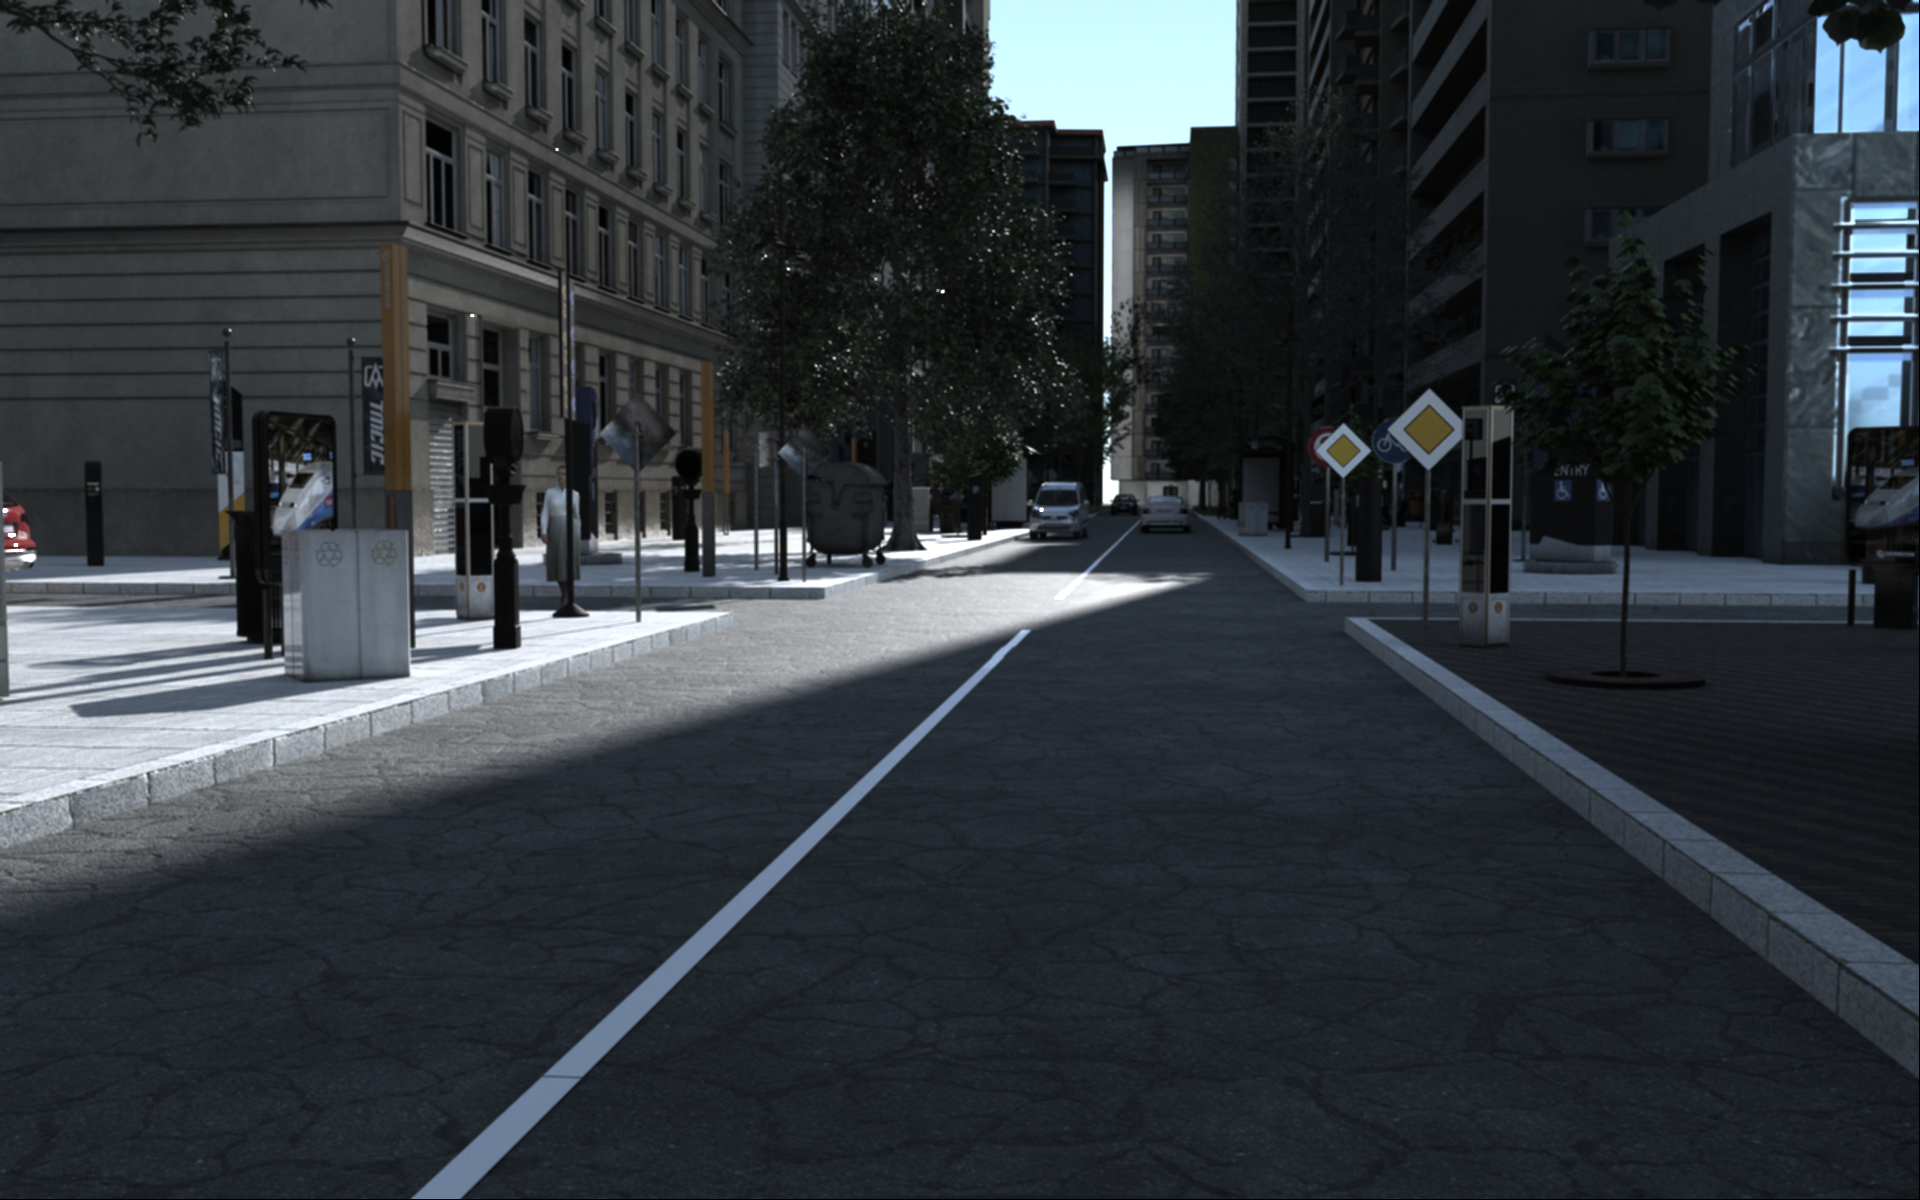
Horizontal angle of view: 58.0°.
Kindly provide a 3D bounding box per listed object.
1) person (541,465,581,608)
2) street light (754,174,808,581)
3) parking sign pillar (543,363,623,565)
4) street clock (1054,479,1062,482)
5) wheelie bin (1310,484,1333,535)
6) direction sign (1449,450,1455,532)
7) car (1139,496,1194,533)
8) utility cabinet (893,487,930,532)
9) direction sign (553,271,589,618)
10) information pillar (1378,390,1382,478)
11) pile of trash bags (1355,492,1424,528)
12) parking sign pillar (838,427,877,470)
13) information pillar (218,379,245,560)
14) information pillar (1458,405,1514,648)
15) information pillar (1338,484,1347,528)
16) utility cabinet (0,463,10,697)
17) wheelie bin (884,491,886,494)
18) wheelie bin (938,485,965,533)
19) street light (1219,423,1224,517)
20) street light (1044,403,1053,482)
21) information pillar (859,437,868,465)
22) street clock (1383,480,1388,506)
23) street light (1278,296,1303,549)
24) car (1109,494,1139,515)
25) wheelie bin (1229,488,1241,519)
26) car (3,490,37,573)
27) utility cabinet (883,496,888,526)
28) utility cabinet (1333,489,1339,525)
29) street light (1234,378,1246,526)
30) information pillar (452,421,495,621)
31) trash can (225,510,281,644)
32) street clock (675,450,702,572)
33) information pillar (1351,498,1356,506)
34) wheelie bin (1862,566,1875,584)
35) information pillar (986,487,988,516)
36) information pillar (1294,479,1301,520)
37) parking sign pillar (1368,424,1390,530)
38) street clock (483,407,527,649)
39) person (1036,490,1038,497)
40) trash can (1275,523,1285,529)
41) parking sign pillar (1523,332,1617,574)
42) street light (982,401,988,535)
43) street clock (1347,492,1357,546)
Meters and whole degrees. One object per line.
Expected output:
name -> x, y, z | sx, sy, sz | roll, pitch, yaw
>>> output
person -> -5.017, -0.804, 21.876 | 0.478, 1.798, 0.641 | 0, 4, -1
street light -> -2.611, -3.221, 25.453 | 0.468, 5.910, 1.993 | 0, 4, 7
parking sign pillar -> -6.945, -2.649, 31.785 | 1.447, 3.967, 1.447 | 0, 4, -5
street clock -> 4.826, -4.921, 85.023 | 0.471, 2.002, 0.358 | -2, 4, -31
wheelie bin -> 11.149, -2.811, 53.872 | 0.980, 1.594, 0.693 | 3, 4, 37
direction sign -> 16.708, -4.099, 59.018 | 0.379, 3.537, 0.876 | 1, 4, 20
car -> 7.771, -3.238, 65.298 | 2.083, 1.381, 4.827 | 0, 4, 8
utility cabinet -> -1.599, -2.965, 57.162 | 1.173, 1.500, 0.318 | 0, 4, 6
direction sign -> -4.083, -1.595, 18.071 | 0.379, 3.537, 0.876 | 0, 4, -4
information pillar -> 9.391, -2.902, 38.796 | 0.183, 3.616, 0.504 | 1, 4, 12
pile of trash bags -> 16.820, -3.539, 67.610 | 1.912, 1.369, 3.447 | -2, 4, -29
parking sign pillar -> -4.129, -5.103, 71.899 | 1.447, 3.967, 1.447 | -1, 4, -11
information pillar -> -14.183, -2.587, 33.645 | 0.504, 3.616, 0.183 | -1, 4, -14
information pillar -> 4.408, -0.613, 14.516 | 0.304, 2.012, 0.304 | -2, 4, -33
information pillar -> 14.567, -3.755, 65.892 | 0.304, 2.012, 0.304 | 1, 4, 17
utility cabinet -> -6.477, -0.112, 10.511 | 1.173, 1.500, 0.318 | -3, 4, -37
wheelie bin -> -3.719, -4.218, 76.876 | 0.693, 1.594, 0.980 | -3, 5, -41
wheelie bin -> -0.301, -3.009, 57.106 | 0.980, 1.594, 0.693 | 2, 4, 23
street light -> 14.750, -7.647, 97.813 | 0.468, 5.910, 1.993 | 0, 4, 7
street light -> 4.155, -6.690, 82.176 | 0.468, 5.910, 1.993 | 0, 4, 7
information pillar -> -3.465, -4.337, 62.267 | 0.183, 3.616, 0.504 | 2, 4, 32
street clock -> 21.123, -5.010, 86.486 | 0.471, 2.002, 0.358 | -3, 5, -44
street light -> 7.734, -4.152, 40.671 | 0.468, 5.910, 1.993 | 0, 4, 7
car -> 11.289, -6.676, 118.938 | 2.009, 1.686, 4.222 | 0, 4, 8
wheelie bin -> 14.104, -4.889, 87.845 | 0.693, 1.594, 0.980 | 3, 5, 43
car -> -15.467, -0.913, 23.605 | 5.304, 1.827, 2.281 | 0, 4, 5
utility cabinet -> -3.345, -3.575, 69.605 | 0.306, 1.237, 1.020 | -3, 5, -42
utility cabinet -> 15.603, -3.829, 71.291 | 0.318, 1.500, 1.173 | 1, 4, 21
street light -> 11.158, -5.889, 69.070 | 0.468, 5.910, 1.993 | 0, 4, 7
information pillar -> -4.958, -0.806, 17.678 | 0.304, 2.012, 0.304 | -3, 5, -40
trash can -> -5.964, -0.207, 15.044 | 0.748, 1.137, 0.748 | 0, 3, 0
street clock -> -4.432, -1.469, 28.589 | 0.471, 2.002, 0.358 | 1, 4, 18
information pillar -> 13.333, -4.120, 58.709 | 0.183, 3.616, 0.504 | 0, 4, 3
wheelie bin -> 13.227, -1.029, 24.737 | 0.693, 1.594, 0.980 | 3, 5, 45
information pillar -> 1.394, -5.827, 99.768 | 0.304, 2.012, 0.304 | 3, 4, 37
information pillar -> 16.904, -5.048, 87.028 | 0.304, 2.012, 0.304 | -1, 4, -19
parking sign pillar -> 14.640, -4.485, 61.803 | 1.447, 3.967, 1.447 | 1, 4, 17
street clock -> -3.776, -0.600, 14.388 | 0.358, 2.002, 0.471 | 0, 4, -2
person -> 8.163, -10.576, 181.517 | 0.705, 1.812, 1.348 | -1, 4, -10
trash can -> 12.039, -3.229, 64.442 | 0.748, 1.137, 0.748 | 0, 3, 0
parking sign pillar -> 9.976, -2.432, 28.241 | 1.447, 3.967, 1.447 | -2, 4, -31
street light -> 0.776, -4.970, 54.045 | 0.468, 5.910, 1.993 | 0, 4, 7
street clock -> 9.721, -2.340, 42.827 | 0.471, 2.002, 0.358 | -2, 4, -26
